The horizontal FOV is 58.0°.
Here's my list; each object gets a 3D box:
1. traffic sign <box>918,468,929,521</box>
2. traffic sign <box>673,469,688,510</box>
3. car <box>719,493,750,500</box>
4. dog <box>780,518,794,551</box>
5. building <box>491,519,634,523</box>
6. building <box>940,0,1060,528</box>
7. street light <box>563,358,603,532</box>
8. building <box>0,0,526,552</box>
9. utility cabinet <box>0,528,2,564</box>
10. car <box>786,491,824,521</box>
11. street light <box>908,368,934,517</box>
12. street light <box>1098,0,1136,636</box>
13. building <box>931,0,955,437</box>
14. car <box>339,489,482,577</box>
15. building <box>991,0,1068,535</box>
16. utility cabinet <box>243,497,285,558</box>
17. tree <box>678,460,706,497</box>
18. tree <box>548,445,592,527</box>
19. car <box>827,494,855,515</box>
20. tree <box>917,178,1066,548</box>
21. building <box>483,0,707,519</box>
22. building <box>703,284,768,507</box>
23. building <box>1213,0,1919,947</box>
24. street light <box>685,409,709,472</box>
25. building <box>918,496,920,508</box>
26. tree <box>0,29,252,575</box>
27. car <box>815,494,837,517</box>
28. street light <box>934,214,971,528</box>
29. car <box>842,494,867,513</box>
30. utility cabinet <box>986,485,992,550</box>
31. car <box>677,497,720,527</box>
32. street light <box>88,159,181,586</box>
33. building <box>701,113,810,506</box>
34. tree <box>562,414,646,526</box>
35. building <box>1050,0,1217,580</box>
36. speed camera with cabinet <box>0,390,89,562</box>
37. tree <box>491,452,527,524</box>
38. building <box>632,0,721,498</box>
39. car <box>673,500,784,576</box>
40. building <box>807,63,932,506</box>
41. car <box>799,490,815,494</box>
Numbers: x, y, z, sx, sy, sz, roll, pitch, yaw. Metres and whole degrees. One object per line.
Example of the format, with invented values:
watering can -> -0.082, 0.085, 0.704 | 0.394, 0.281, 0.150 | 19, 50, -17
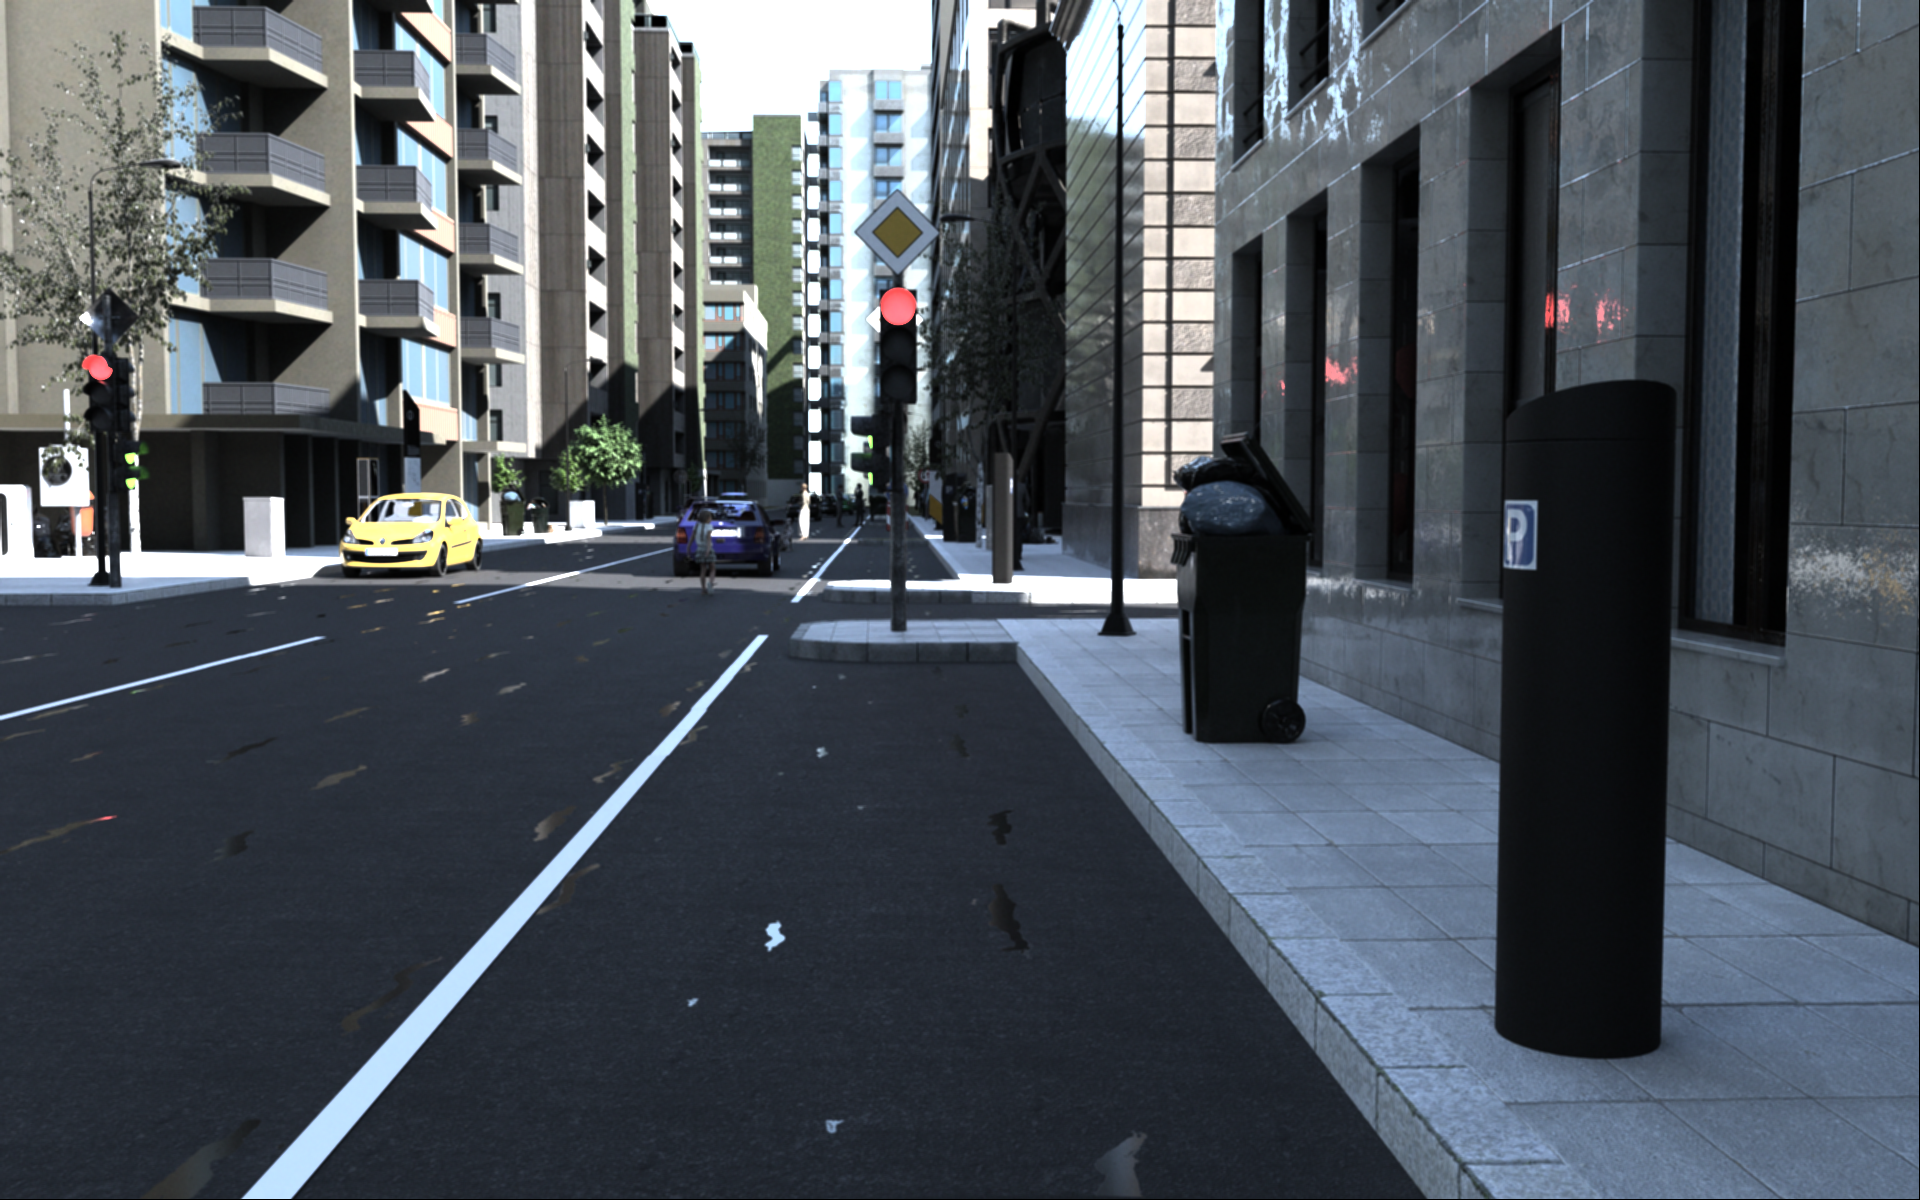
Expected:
traffic sign -> -1.641, -5.094, 83.395 | 0.768, 2.556, 0.104 | 0, 4, 5
traffic sign -> -14.394, -5.452, 89.244 | 0.768, 2.556, 0.104 | 0, 4, 5
car -> -10.504, -4.328, 80.353 | 1.945, 1.707, 3.694 | 0, 4, -1
dog -> -4.502, -1.638, 43.618 | 0.800, 0.831, 0.513 | -2, 4, -27
building -> -23.260, -18.944, 81.437 | 14.160, 30.474, 14.107 | 0, 4, -2
building -> 9.254, -17.014, 82.690 | 19.350, 26.468, 34.151 | 0, 4, -2
street light -> -12.894, -5.303, 59.244 | 1.470, 5.913, 1.316 | 0, 4, -2
building -> -25.572, -24.195, 50.220 | 22.147, 44.769, 28.867 | 0, 4, -2
utility cabinet -> -17.661, -1.235, 31.352 | 0.306, 1.237, 1.020 | -1, 4, -14
car -> -8.356, -5.086, 92.947 | 2.009, 1.686, 4.222 | 0, 4, -2
street light -> -1.125, -5.590, 63.936 | 1.470, 5.913, 1.316 | 0, 4, -2
street light -> 0.893, -2.634, 15.609 | 1.470, 5.913, 1.316 | 0, 4, -2
building -> 9.008, -30.019, 114.520 | 21.300, 48.544, 21.600 | 0, 4, -2
car -> -9.816, -1.275, 31.077 | 2.015, 1.641, 3.980 | 0, 4, -2
building -> 9.371, -11.583, 56.837 | 16.820, 18.784, 16.811 | 0, 4, -2
utility cabinet -> -14.053, -1.457, 34.985 | 1.020, 1.237, 0.306 | 3, 4, 37
tree -> -15.210, -6.309, 97.750 | 1.663, 3.219, 1.824 | 0, 3, 0
tree -> -15.167, -4.470, 67.690 | 1.663, 3.219, 1.824 | 0, 3, 0
car -> -8.300, -6.811, 120.153 | 1.959, 1.807, 4.718 | 0, 4, -2
tree -> 0.520, -5.564, 41.340 | 4.360, 8.622, 3.978 | 0, 3, 0
building -> -23.325, -20.406, 105.339 | 14.160, 30.474, 14.107 | 0, 4, -2
building -> -33.289, -19.276, 160.208 | 28.899, 21.520, 27.650 | 0, 4, -2
building -> 7.797, -9.302, 6.841 | 10.420, 20.320, 16.860 | 0, 4, -2
street light -> -14.385, -7.455, 94.433 | 1.470, 5.913, 1.316 | 0, 4, -2
building -> 12.277, -28.742, 161.808 | 32.217, 40.220, 23.993 | 0, 4, -2
tree -> -13.288, -4.698, 27.177 | 4.360, 8.622, 3.978 | 0, 3, 0
car -> -8.628, -6.126, 109.947 | 2.009, 1.686, 4.222 | 0, 4, -4
street light -> 0.366, -3.450, 28.944 | 1.470, 5.913, 1.316 | 0, 4, -2
car -> -8.237, -7.397, 132.739 | 2.131, 1.459, 4.920 | 0, 4, -1
utility cabinet -> 0.927, -1.861, 39.102 | 0.318, 1.500, 1.173 | -1, 4, -21
car -> -10.263, -3.454, 69.058 | 1.945, 1.354, 3.894 | 0, 4, -3
street light -> -11.487, -3.155, 24.126 | 1.470, 5.913, 1.316 | 0, 4, -2
building -> -23.713, -30.932, 189.331 | 14.086, 41.232, 14.154 | 0, 4, -2
tree -> -14.536, -5.329, 70.838 | 4.285, 4.588, 4.351 | 0, 3, 0
building -> 14.543, -14.307, 31.187 | 25.104, 27.353, 12.463 | 0, 4, -2
speed camera with cabinet -> -17.606, -2.344, 32.665 | 2.038, 3.252, 0.660 | 0, 4, -4
tree -> -19.519, -4.841, 73.754 | 1.663, 3.219, 1.824 | 0, 3, 0
building -> -33.925, -26.407, 123.638 | 32.217, 40.220, 23.993 | 0, 4, -2
car -> -4.202, -1.160, 31.540 | 1.945, 1.354, 3.894 | 0, 4, -3
building -> -1.673, -35.217, 195.399 | 30.456, 49.044, 23.786 | 0, 4, -2
car -> -14.826, -9.777, 168.523 | 2.281, 1.827, 5.304 | 0, 4, -2
